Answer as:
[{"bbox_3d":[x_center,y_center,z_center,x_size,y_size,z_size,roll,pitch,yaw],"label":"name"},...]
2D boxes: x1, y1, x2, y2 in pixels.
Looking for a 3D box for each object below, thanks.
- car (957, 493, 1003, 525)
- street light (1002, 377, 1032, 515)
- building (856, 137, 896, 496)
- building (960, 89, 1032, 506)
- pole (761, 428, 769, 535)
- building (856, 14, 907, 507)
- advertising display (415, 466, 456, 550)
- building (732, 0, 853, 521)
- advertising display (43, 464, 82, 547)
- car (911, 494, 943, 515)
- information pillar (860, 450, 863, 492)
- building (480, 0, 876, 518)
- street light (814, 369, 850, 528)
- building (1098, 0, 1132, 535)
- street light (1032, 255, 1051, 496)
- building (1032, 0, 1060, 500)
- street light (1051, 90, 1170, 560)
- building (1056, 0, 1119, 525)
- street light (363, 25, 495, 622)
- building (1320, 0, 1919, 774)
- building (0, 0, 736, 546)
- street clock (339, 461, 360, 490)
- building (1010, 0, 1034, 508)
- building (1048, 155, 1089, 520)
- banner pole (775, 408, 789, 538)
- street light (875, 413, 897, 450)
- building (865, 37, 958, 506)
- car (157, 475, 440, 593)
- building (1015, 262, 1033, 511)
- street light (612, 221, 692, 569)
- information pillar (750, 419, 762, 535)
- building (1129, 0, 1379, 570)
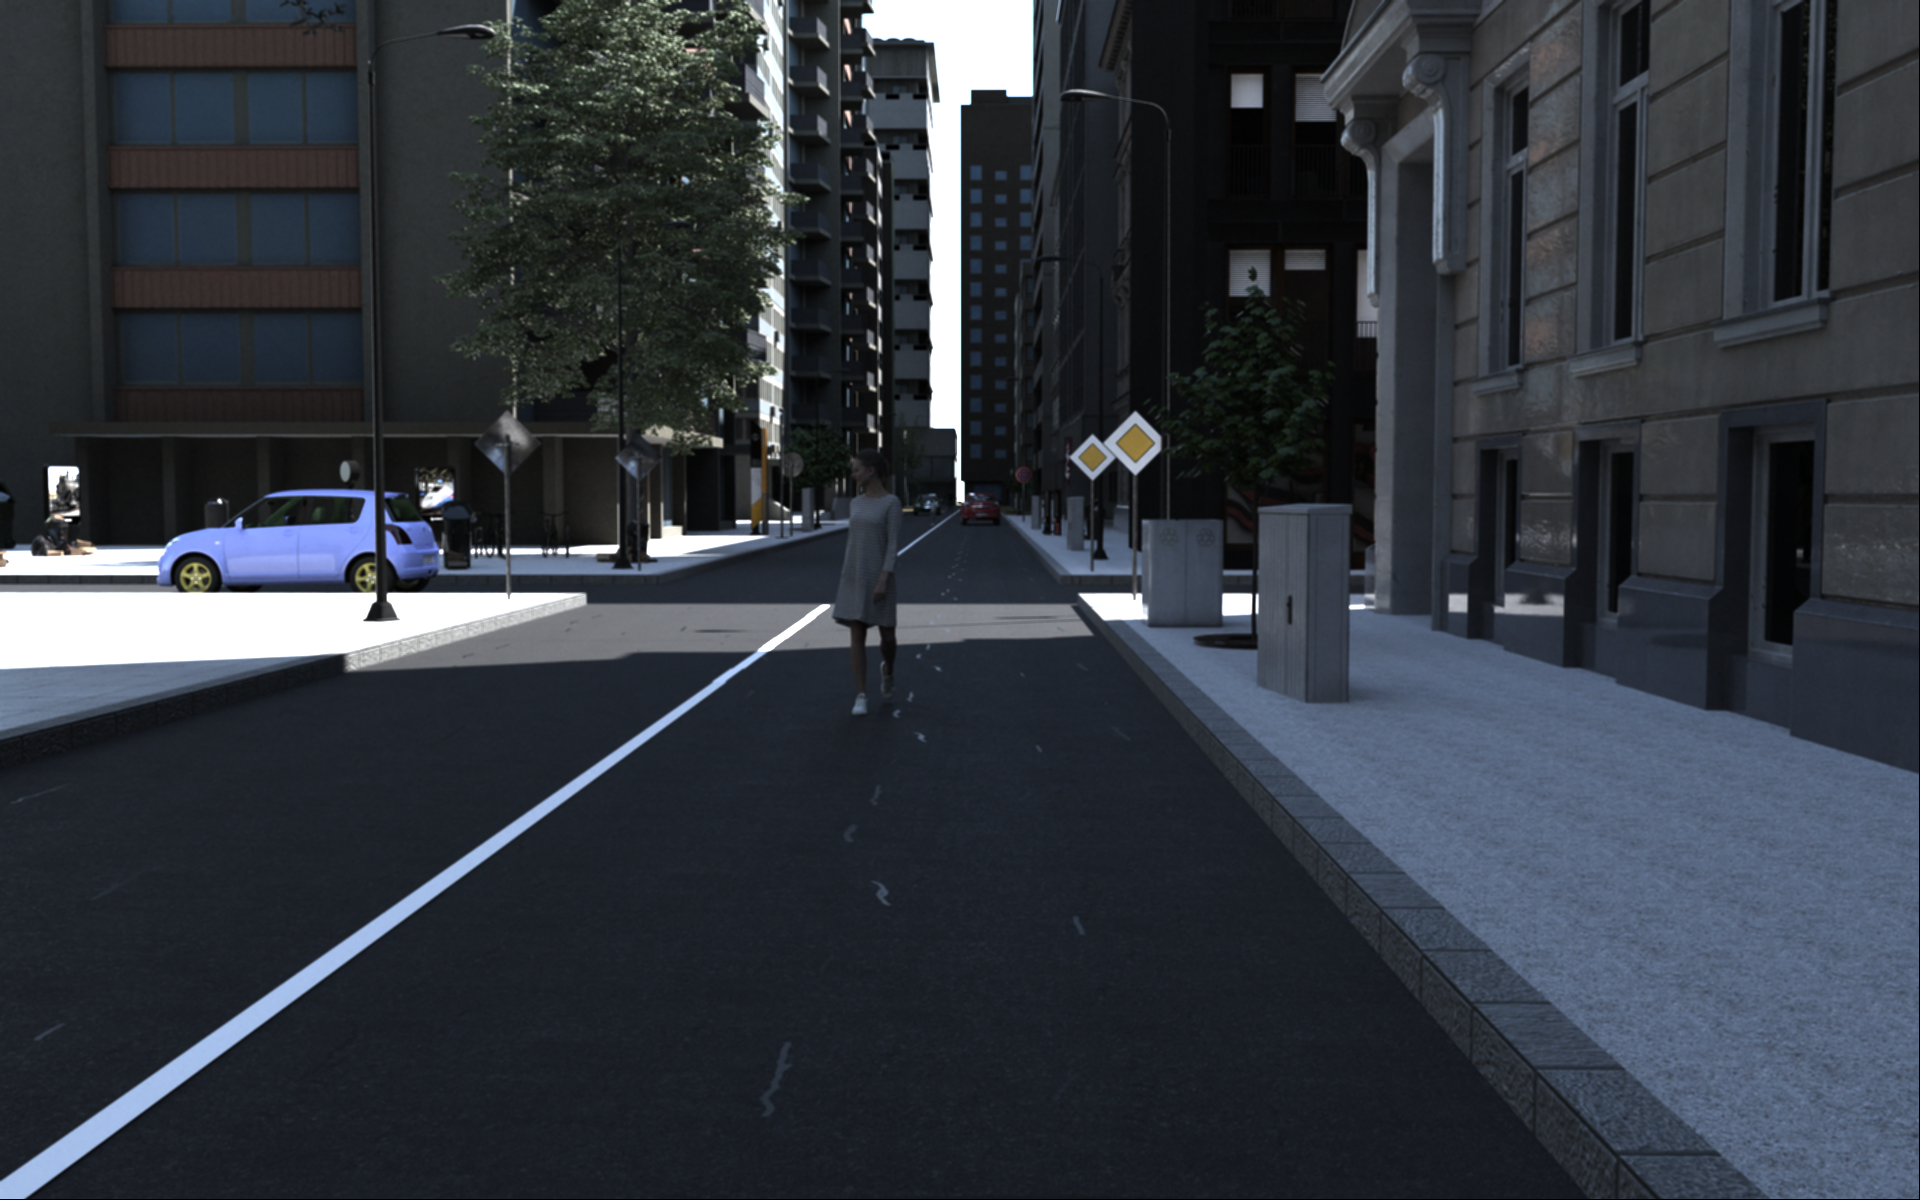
[{"bbox_3d":[0.944,-4.420,81.315,2.155,1.783,4.494,0,4,-1],"label":"car"},{"bbox_3d":[2.519,-5.906,69.097,1.470,5.913,1.316,0,4,1],"label":"street light"},{"bbox_3d":[-12.612,-22.526,139.994,14.160,30.474,14.107,0,4,1],"label":"building"},{"bbox_3d":[7.195,-33.328,195.025,14.200,45.320,14.600,0,4,1],"label":"building"},{"bbox_3d":[-6.071,-3.673,53.889,0.158,3.312,0.155,0,3,0],"label":"pole"},{"bbox_3d":[-21.099,-52.185,165.904,31.000,86.520,22.319,0,4,1],"label":"building"},{"bbox_3d":[-12.042,-2.116,39.809,0.123,1.923,0.974,3,5,41],"label":"advertising display"},{"bbox_3d":[-22.034,-24.301,89.204,32.217,40.220,23.993,0,4,1],"label":"building"},{"bbox_3d":[-19.541,-1.989,37.727,0.123,1.923,0.974,1,4,14],"label":"advertising display"},{"bbox_3d":[-2.243,-6.519,118.388,2.131,1.459,4.920,0,4,0],"label":"car"},{"bbox_3d":[-5.199,-6.115,91.333,0.183,3.616,0.504,0,4,2],"label":"information pillar"},{"bbox_3d":[-17.266,-28.351,118.167,22.147,44.769,28.867,0,4,1],"label":"building"},{"bbox_3d":[-4.787,-5.628,64.563,1.470,5.913,1.316,0,4,1],"label":"street light"},{"bbox_3d":[10.013,-11.425,51.429,10.561,19.102,19.286,0,4,1],"label":"building"},{"bbox_3d":[2.207,-3.750,33.850,1.470,5.913,1.316,0,4,1],"label":"street light"},{"bbox_3d":[15.939,-30.202,117.508,21.300,48.544,21.600,0,4,1],"label":"building"},{"bbox_3d":[1.845,-2.908,20.085,1.470,5.913,1.316,0,4,1],"label":"street light"},{"bbox_3d":[11.669,-17.079,72.755,14.314,27.812,24.014,0,4,1],"label":"building"},{"bbox_3d":[-5.308,-2.740,17.334,1.470,5.913,1.316,0,4,1],"label":"street light"},{"bbox_3d":[10.633,-13.632,8.782,13.634,28.700,20.117,0,4,1],"label":"building"},{"bbox_3d":[-18.018,-24.466,54.646,22.147,44.769,28.867,0,4,1],"label":"building"},{"bbox_3d":[-13.201,-2.014,37.501,0.471,2.002,0.358,3,5,41],"label":"street clock"},{"bbox_3d":[15.259,-44.585,167.219,20.563,71.187,20.611,0,4,1],"label":"building"},{"bbox_3d":[10.037,-15.015,94.654,9.793,20.994,18.267,0,4,1],"label":"building"},{"bbox_3d":[-5.186,-3.702,50.550,0.401,3.779,0.863,0,4,-1],"label":"banner pole"},{"bbox_3d":[-4.314,-7.756,99.357,1.470,5.913,1.316,0,4,1],"label":"street light"},{"bbox_3d":[-14.132,-37.489,202.187,27.495,52.752,28.713,0,4,1],"label":"building"},{"bbox_3d":[-9.228,-0.893,24.186,3.694,1.707,1.945,0,4,0],"label":"car"},{"bbox_3d":[18.639,-18.255,143.504,27.650,21.520,28.899,0,4,1],"label":"building"},{"bbox_3d":[-5.259,-3.489,29.583,1.470,5.913,1.316,0,4,1],"label":"street light"},{"bbox_3d":[-6.324,-3.843,54.189,0.504,3.616,0.183,-1,4,-20],"label":"information pillar"},{"bbox_3d":[11.867,-12.528,34.512,15.834,23.373,12.332,0,4,1],"label":"building"}]
